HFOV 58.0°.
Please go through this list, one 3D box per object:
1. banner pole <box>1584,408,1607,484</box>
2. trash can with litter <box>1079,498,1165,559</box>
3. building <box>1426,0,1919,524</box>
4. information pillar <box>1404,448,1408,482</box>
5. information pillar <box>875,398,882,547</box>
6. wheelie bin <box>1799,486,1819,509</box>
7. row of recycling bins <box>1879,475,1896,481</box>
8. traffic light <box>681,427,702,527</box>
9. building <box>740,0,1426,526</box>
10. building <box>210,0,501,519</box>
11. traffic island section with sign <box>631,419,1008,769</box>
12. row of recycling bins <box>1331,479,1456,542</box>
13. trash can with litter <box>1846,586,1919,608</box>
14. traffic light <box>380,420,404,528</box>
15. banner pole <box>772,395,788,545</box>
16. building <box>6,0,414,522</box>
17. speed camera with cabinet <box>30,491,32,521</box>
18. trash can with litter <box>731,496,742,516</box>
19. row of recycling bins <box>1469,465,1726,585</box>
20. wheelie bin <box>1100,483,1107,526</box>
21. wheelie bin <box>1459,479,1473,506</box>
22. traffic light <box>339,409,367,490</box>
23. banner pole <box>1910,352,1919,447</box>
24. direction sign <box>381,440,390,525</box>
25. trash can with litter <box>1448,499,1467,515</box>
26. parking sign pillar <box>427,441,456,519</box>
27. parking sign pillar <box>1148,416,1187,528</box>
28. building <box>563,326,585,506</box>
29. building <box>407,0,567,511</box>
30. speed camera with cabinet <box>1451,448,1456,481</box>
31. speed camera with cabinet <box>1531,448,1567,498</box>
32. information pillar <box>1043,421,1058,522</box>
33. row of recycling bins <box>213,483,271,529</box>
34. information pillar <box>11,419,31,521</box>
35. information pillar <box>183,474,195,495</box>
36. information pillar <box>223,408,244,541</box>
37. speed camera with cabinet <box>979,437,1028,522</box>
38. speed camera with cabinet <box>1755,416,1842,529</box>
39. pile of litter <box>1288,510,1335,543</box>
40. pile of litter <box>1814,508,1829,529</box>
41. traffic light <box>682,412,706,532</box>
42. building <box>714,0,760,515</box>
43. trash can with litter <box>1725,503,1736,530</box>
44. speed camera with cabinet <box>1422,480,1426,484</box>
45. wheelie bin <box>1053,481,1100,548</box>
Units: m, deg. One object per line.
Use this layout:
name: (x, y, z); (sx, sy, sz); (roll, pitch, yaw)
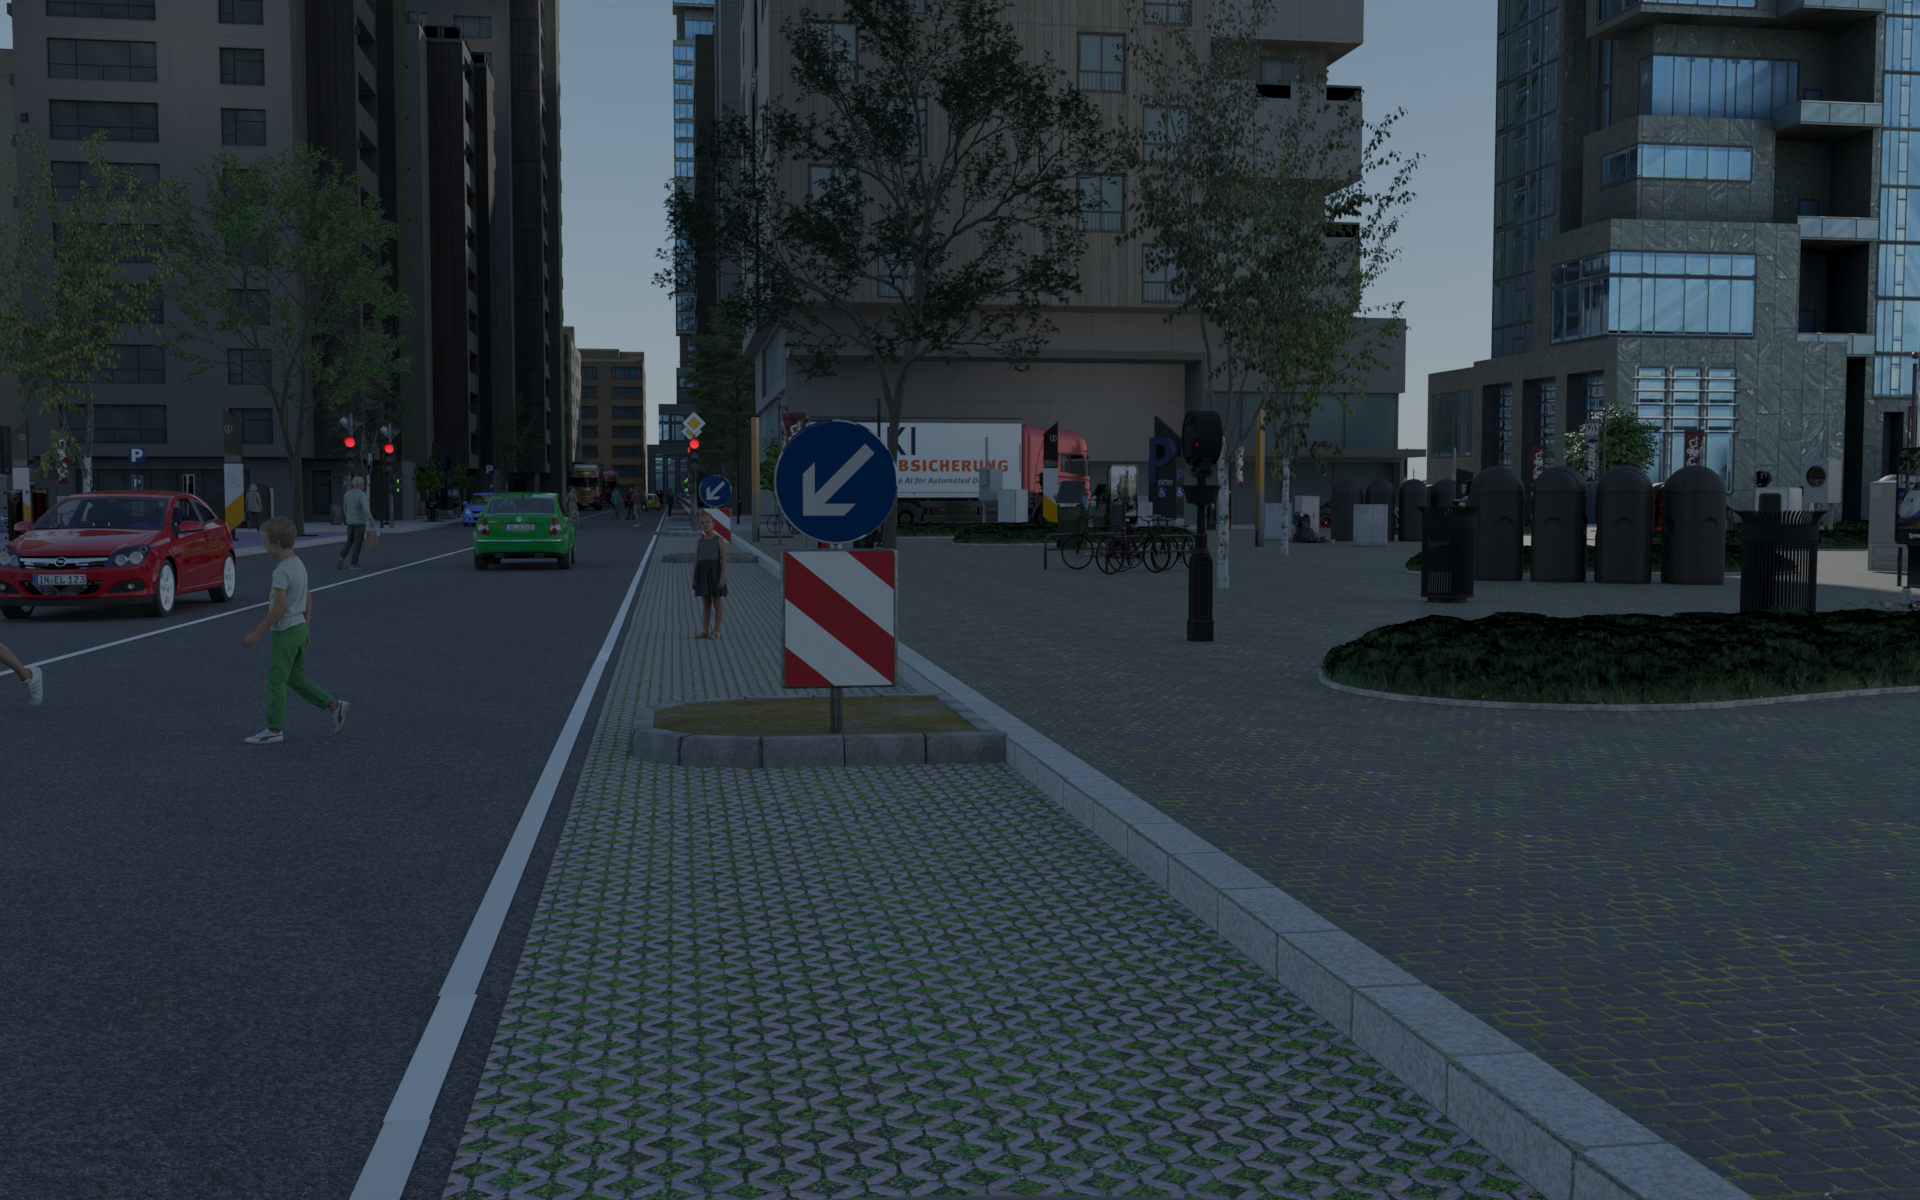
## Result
banner pole: (18.677, -3.720, 50.835); (0.401, 3.779, 0.863); (-3, 4, -39)
trash can with litter: (3.177, -1.481, 35.277); (1.678, 1.210, 2.233); (-1, 4, -18)
building: (40.538, -47.094, 82.666); (31.000, 86.520, 22.319); (-1, 4, -9)
information pillar: (22.484, -5.905, 87.900); (0.504, 3.616, 0.183); (3, 4, 37)
information pillar: (-1.960, -3.093, 41.931); (0.183, 3.616, 0.504); (0, 4, -3)
wheelie bin: (31.914, -3.509, 65.273); (0.980, 1.594, 0.693); (2, 4, 34)
row of recycling bins: (21.253, -1.801, 36.562); (3.534, 1.692, 1.069); (2, 4, 24)
traffic light: (-10.387, -4.776, 67.008); (0.839, 4.253, 0.868); (-1, 4, -9)
building: (3.357, -30.031, 80.241); (27.495, 52.752, 28.713); (-1, 4, -9)
building: (-36.524, -20.515, 107.120); (14.160, 30.474, 14.107); (-1, 4, -9)
traffic island section with sign: (-0.881, -0.081, 9.958); (1.989, 1.847, 2.006); (-1, 4, -9)
row of recycling bins: (11.922, -2.451, 47.192); (3.534, 1.692, 1.069); (0, 4, 3)
trash can with litter: (10.786, -0.501, 19.245); (1.678, 1.210, 2.233); (2, 4, 28)
traffic light: (-21.397, -4.664, 65.175); (0.839, 4.253, 0.868); (-1, 4, -9)
banner pole: (-4.446, -3.270, 43.481); (0.401, 3.779, 0.863); (-2, 4, -26)
building: (-33.560, -18.840, 79.737); (14.160, 30.474, 14.107); (-1, 4, -9)
speed camera with cabinet: (-43.464, -5.302, 81.021); (2.038, 3.252, 0.660); (0, 4, -3)
trash can with litter: (-13.388, -5.556, 102.224); (1.055, 1.170, 0.624); (1, 4, 13)
row of recycling bins: (9.243, -1.110, 25.261); (3.534, 1.692, 1.069); (1, 4, 22)
wheelie bin: (4.041, -2.430, 47.631); (0.980, 1.594, 0.693); (-3, 5, -41)
wheelie bin: (11.181, -1.778, 36.981); (0.980, 1.594, 0.693); (1, 4, 10)
traffic light: (-20.092, -4.182, 57.297); (0.839, 4.253, 0.868); (-1, 4, -9)
banner pole: (17.003, -2.492, 30.765); (0.863, 3.779, 0.401); (-3, 5, -41)
direction sign: (-23.940, -4.908, 72.245); (0.379, 3.537, 0.876); (1, 4, 11)
trash can with litter: (11.211, -1.630, 38.043); (1.055, 1.170, 0.624); (-2, 4, -30)
parking sign pillar: (-26.489, -6.109, 88.354); (1.447, 3.967, 1.447); (2, 4, 30)
parking sign pillar: (7.037, -4.319, 59.092); (1.447, 3.967, 1.447); (-3, 5, -39)
building: (-58.793, -21.599, 198.190); (28.899, 21.520, 27.650); (-1, 4, -9)
building: (-37.505, -27.325, 130.353); (14.154, 41.232, 14.086); (-1, 4, -9)
speed camera with cabinet: (21.051, -4.822, 73.181); (0.660, 3.252, 2.038); (1, 4, 18)
speed camera with cabinet: (25.565, -4.927, 74.897); (0.660, 3.252, 2.038); (-1, 4, -17)
information pillar: (2.922, -3.927, 55.565); (0.504, 3.616, 0.183); (0, 4, 2)
row of recycling bins: (-27.059, -3.553, 65.203); (3.534, 1.692, 1.069); (3, 5, 43)
information pillar: (-29.471, -3.855, 54.392); (0.504, 3.616, 0.183); (0, 4, -4)
information pillar: (-28.872, -3.694, 64.882); (0.304, 2.012, 0.304); (3, 4, 38)
information pillar: (-19.881, -3.426, 47.373); (0.504, 3.616, 0.183); (0, 4, -8)
speed camera with cabinet: (1.490, -3.987, 59.525); (0.660, 3.252, 2.038); (-3, 4, -37)
speed camera with cabinet: (21.541, -3.072, 44.556); (0.660, 3.252, 2.038); (-2, 4, -30)
pile of litter: (9.228, -1.945, 45.761); (1.176, 0.858, 1.719); (-1, 4, -9)
pile of litter: (31.045, -2.972, 62.563); (1.719, 0.858, 1.176); (-2, 4, -31)
traffic light: (-9.082, -4.294, 59.130); (0.839, 4.253, 0.868); (-1, 4, -9)
building: (-6.411, -35.369, 120.282); (21.231, 58.520, 28.212); (-1, 4, -9)
trash can with litter: (21.328, -2.223, 47.738); (1.055, 1.170, 0.624); (2, 4, 31)
speed camera with cabinet: (29.872, -7.238, 112.672); (0.660, 3.252, 2.038); (-1, 4, -15)
wheelie bin: (2.658, -2.024, 40.993); (0.980, 1.594, 0.693); (2, 4, 27)
